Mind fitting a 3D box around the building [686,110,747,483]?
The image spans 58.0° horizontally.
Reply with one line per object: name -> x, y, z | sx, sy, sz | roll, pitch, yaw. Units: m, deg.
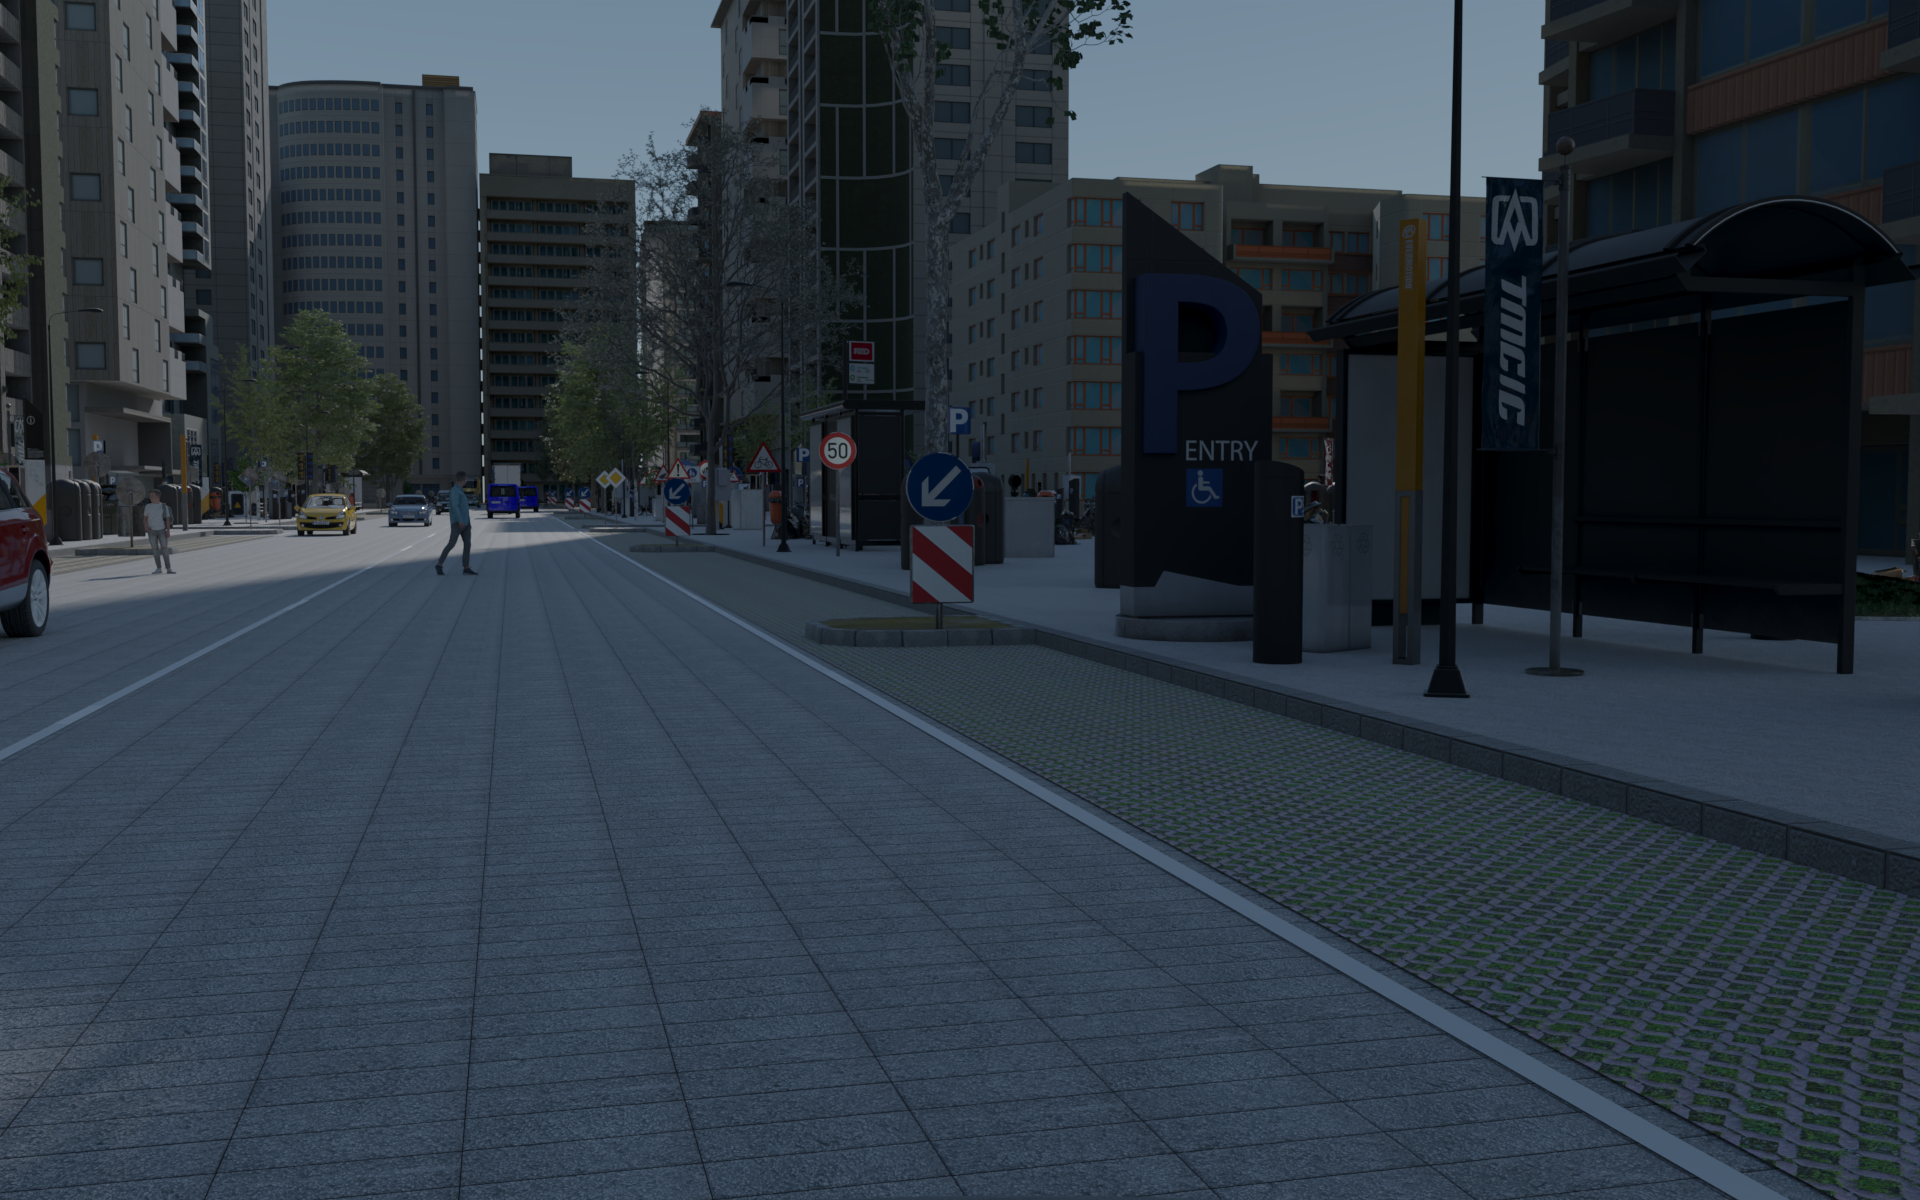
building -> -19.533, -33.246, 198.200 | 22.147, 44.769, 28.867 | -1, 4, -14

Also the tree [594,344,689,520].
tree -> -15.572, -8.188, 84.237 | 4.360, 8.622, 3.978 | 0, 3, 0

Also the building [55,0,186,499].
building -> -70.879, -32.514, 120.848 | 28.713, 52.752, 27.495 | -1, 4, -14

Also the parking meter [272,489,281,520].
parking meter -> -34.056, -4.763, 86.288 | 0.372, 1.533, 0.369 | 0, 3, 0

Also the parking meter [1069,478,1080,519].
parking meter -> 4.254, -3.601, 64.591 | 0.255, 1.863, 0.399 | -2, 4, -33

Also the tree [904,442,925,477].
tree -> -1.208, -4.186, 63.040 | 1.663, 3.219, 1.824 | 0, 3, 0

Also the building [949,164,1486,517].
building -> 16.674, -16.316, 111.807 | 28.899, 21.520, 27.650 | -1, 4, -14

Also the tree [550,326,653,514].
tree -> -23.206, -11.968, 113.807 | 7.486, 12.596, 7.792 | 0, 3, 0

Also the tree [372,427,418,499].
tree -> -57.163, -13.604, 172.788 | 4.737, 8.622, 4.395 | 0, 3, 0

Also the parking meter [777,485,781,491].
parking meter -> -11.841, -6.617, 113.903 | 0.399, 1.863, 0.255 | 2, 4, 32

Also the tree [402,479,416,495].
tree -> -62.968, -12.370, 196.848 | 1.663, 3.219, 1.824 | 0, 3, 0

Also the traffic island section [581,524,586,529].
traffic island section -> -14.960, -3.113, 73.179 | 2.009, 0.180, 2.903 | -1, 4, -14

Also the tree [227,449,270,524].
tree -> -30.950, -4.906, 74.814 | 1.663, 3.219, 1.824 | 0, 3, 0

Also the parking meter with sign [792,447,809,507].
parking meter with sign -> -6.066, -4.245, 65.667 | 0.543, 3.016, 1.738 | -1, 4, -15

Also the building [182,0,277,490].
building -> -85.732, -45.679, 185.095 | 20.611, 71.187, 20.563 | -1, 4, -14

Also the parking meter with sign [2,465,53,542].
parking meter with sign -> -25.083, -3.037, 45.912 | 1.738, 3.016, 0.543 | -1, 4, -22

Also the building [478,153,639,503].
building -> -58.103, -38.333, 250.444 | 21.600, 48.544, 21.300 | -1, 4, -14

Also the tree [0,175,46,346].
tree -> -20.976, -5.210, 35.541 | 4.737, 8.622, 4.395 | 0, 3, 0

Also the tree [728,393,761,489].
tree -> -14.163, -10.455, 121.304 | 4.737, 8.622, 4.395 | 0, 3, 0

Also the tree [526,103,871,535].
tree -> -7.716, -8.785, 54.004 | 12.009, 13.543, 11.850 | 0, 3, 0

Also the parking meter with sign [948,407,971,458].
parking meter with sign -> -0.379, -2.397, 35.459 | 0.543, 3.016, 1.738 | -2, 4, -24

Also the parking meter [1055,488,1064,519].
parking meter -> 3.893, -3.626, 67.703 | 0.372, 1.533, 0.369 | 0, 3, 0

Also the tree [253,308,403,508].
tree -> -39.049, -11.485, 105.909 | 7.486, 12.596, 7.792 | 0, 3, 0

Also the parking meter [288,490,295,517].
parking meter -> -37.749, -5.468, 97.819 | 0.372, 1.533, 0.369 | 0, 3, 0

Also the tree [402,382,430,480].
tree -> -53.168, -14.915, 161.988 | 7.486, 12.596, 7.792 | 0, 3, 0

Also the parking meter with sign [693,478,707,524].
parking meter with sign -> -10.795, -4.762, 74.114 | 0.543, 3.016, 1.738 | 1, 4, 11

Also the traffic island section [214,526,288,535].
traffic island section -> -25.496, -2.443, 62.227 | 2.009, 0.180, 2.903 | -1, 4, -14

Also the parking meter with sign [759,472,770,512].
parking meter with sign -> -14.255, -7.995, 126.978 | 0.543, 3.016, 1.738 | 2, 4, 25

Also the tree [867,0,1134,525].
tree -> 0.920, -10.406, 26.019 | 12.611, 20.169, 13.585 | 0, 3, 0

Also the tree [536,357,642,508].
tree -> -32.733, -15.185, 154.935 | 9.857, 13.997, 8.962 | 0, 3, 0

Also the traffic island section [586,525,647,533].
traffic island section -> -12.963, -2.640, 65.446 | 2.009, 0.180, 2.903 | -1, 4, -14

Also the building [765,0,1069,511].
building -> -4.234, -42.774, 137.613 | 20.563, 71.187, 20.611 | -1, 4, -14

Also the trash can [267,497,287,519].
trash can -> -34.387, -4.642, 87.551 | 0.748, 1.137, 0.748 | 0, 3, 0

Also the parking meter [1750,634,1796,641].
parking meter -> 7.201, -0.421, 15.288 | 0.372, 1.533, 0.369 | 0, 3, 0

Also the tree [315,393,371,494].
tree -> -43.642, -10.394, 120.303 | 4.737, 8.622, 4.395 | 0, 3, 0

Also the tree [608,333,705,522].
tree -> -13.769, -7.844, 78.618 | 4.737, 8.622, 4.395 | 0, 3, 0

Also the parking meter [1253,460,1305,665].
parking meter -> 2.421, -0.291, 13.162 | 0.372, 1.533, 0.369 | 0, 3, 0

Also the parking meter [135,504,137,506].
parking meter -> -29.368, -3.238, 61.344 | 0.372, 1.533, 0.369 | 0, 3, 0

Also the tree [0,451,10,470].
tree -> -45.483, -5.387, 82.671 | 1.663, 3.219, 1.824 | 0, 3, 0

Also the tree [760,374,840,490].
tree -> -8.542, -9.312, 102.607 | 4.737, 8.622, 4.395 | 0, 3, 0

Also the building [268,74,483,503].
building -> -82.324, -42.956, 244.333 | 28.212, 58.520, 21.231 | -1, 4, -14

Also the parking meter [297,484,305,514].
parking meter -> -36.511, -5.528, 96.087 | 0.255, 1.863, 0.399 | 3, 4, 38

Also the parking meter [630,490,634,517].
parking meter -> -18.510, -5.482, 98.040 | 0.372, 1.533, 0.369 | 0, 3, 0

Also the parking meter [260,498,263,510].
parking meter -> -55.618, -8.082, 137.846 | 0.399, 1.863, 0.255 | 1, 4, 10

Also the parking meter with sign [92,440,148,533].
parking meter with sign -> -27.484, -3.705, 56.845 | 0.543, 3.016, 1.738 | 2, 4, 27

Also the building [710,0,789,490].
building -> -8.603, -35.626, 171.721 | 28.713, 52.752, 27.495 | -1, 4, -14

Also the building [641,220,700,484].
building -> -38.928, -34.775, 252.168 | 14.086, 41.232, 14.154 | -1, 4, -14

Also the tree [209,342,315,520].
tree -> -34.113, -8.171, 83.956 | 4.737, 8.622, 4.395 | 0, 3, 0

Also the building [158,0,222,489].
building -> -76.882, -51.147, 148.920 | 22.319, 86.520, 31.000 | -1, 4, -14

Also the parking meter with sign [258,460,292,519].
parking meter with sign -> -35.014, -5.651, 88.661 | 1.738, 3.016, 0.543 | 1, 4, 21

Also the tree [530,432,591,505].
tree -> -46.262, -17.679, 206.054 | 9.611, 12.733, 9.660 | 0, 3, 0

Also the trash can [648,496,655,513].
trash can -> -20.351, -6.315, 114.896 | 0.748, 1.137, 0.748 | 0, 3, 0

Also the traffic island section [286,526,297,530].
traffic island section -> -27.493, -2.916, 69.959 | 2.009, 0.180, 2.903 | -1, 4, -14

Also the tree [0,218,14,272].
tree -> -18.965, -5.625, 26.374 | 8.767, 10.594, 7.601 | -1, 4, -18
